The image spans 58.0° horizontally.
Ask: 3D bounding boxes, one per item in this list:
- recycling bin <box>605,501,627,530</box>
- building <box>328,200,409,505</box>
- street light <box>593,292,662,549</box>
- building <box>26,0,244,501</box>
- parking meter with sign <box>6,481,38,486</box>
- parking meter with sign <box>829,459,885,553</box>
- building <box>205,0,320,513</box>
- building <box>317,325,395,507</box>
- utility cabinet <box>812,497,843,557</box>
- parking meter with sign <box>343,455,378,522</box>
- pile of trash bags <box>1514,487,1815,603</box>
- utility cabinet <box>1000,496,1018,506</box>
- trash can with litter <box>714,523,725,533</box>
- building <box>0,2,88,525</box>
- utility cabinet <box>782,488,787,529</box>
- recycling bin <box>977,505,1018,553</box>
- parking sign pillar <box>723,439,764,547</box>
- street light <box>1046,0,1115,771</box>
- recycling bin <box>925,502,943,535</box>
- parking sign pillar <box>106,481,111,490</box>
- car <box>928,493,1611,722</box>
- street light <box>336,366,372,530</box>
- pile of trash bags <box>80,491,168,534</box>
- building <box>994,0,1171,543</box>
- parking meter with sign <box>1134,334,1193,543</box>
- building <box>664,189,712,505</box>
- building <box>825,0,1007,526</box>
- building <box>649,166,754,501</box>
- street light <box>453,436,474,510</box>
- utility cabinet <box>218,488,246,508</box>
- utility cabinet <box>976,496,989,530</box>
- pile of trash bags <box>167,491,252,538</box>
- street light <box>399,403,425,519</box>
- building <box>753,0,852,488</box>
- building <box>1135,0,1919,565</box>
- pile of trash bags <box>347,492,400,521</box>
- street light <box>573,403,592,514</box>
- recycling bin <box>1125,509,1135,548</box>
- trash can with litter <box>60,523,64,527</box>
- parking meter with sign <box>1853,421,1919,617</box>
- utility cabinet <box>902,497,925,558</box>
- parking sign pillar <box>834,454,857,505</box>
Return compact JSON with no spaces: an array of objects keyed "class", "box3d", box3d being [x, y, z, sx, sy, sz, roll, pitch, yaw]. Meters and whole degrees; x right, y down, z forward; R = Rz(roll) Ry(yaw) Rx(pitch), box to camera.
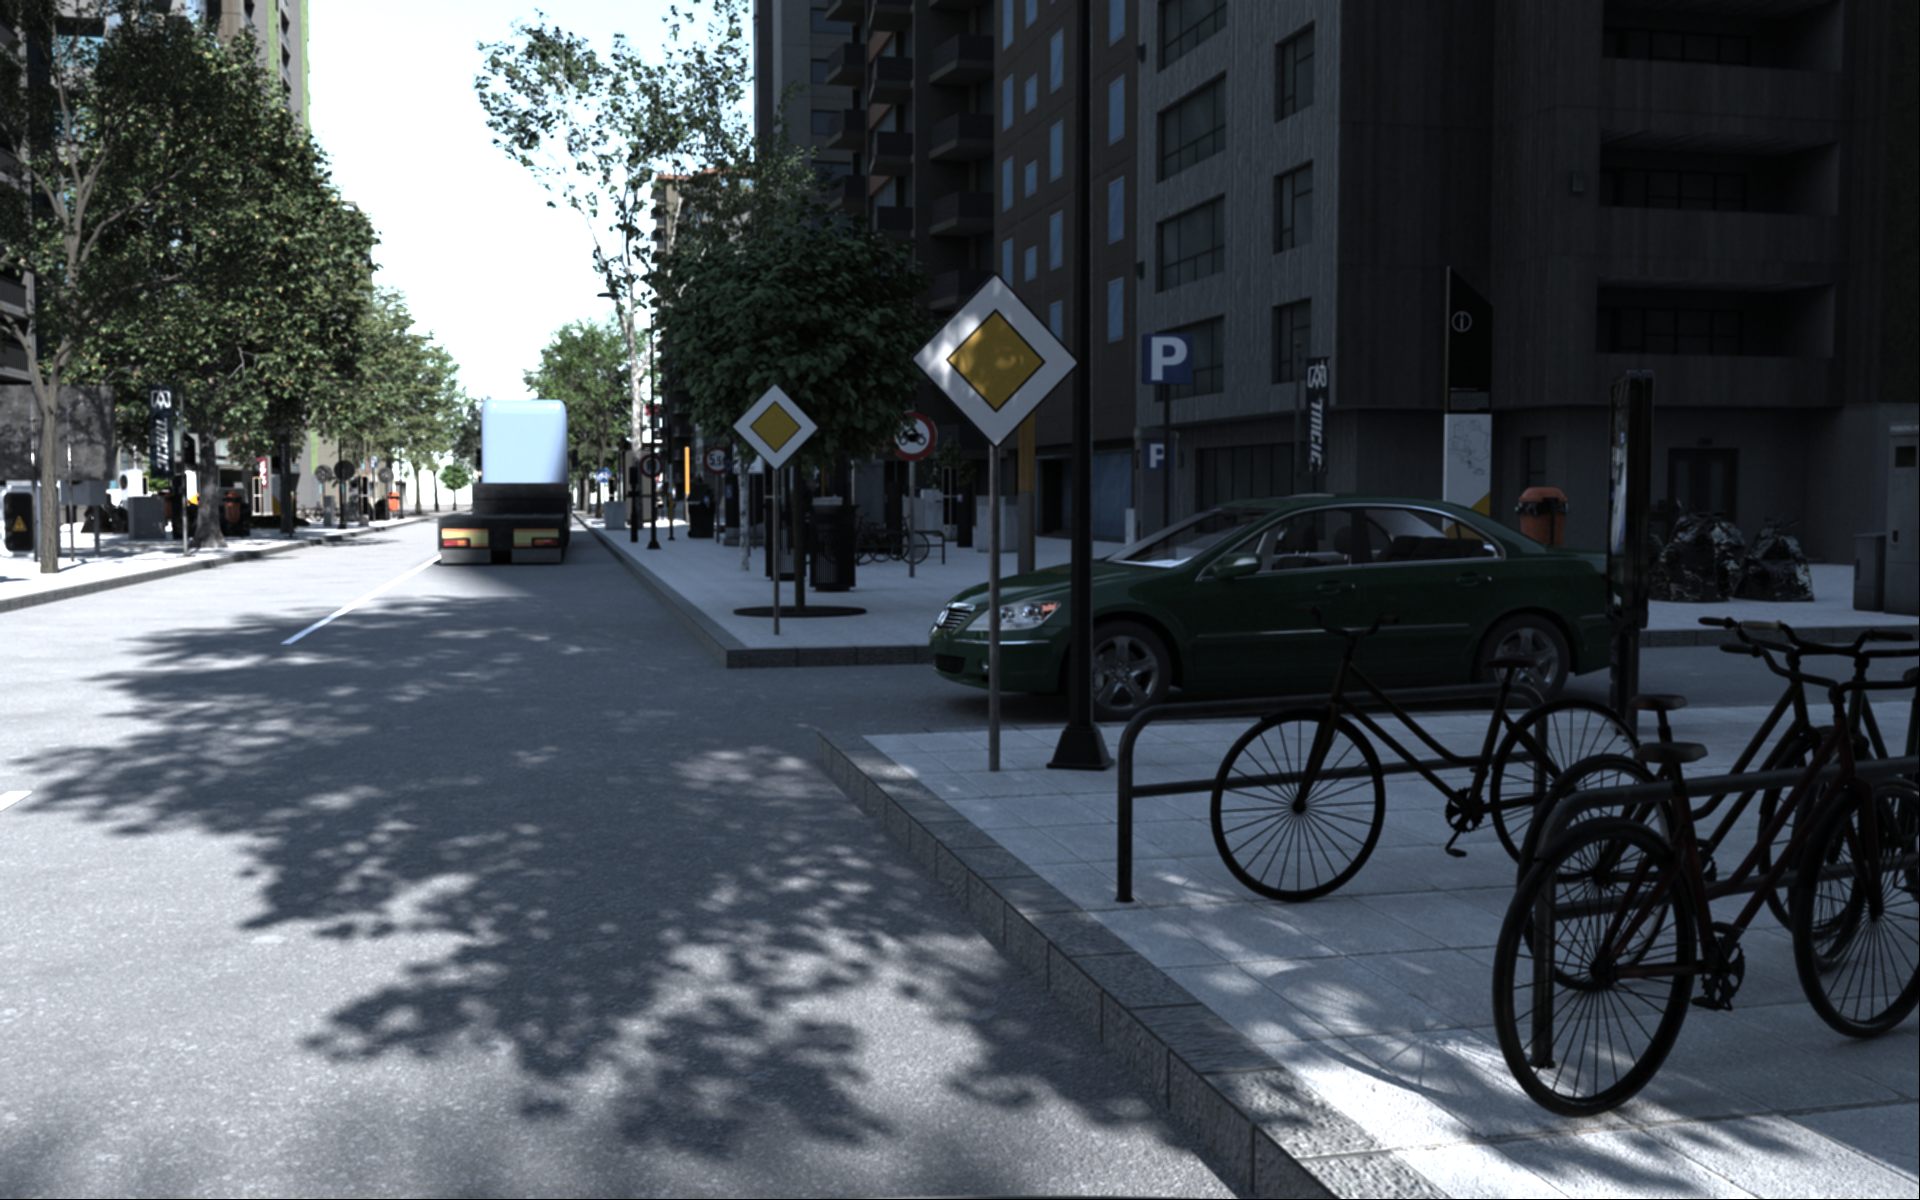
[{"class":"recycling bin","box3d":[-12.402,-3.050,62.427,0.722,1.027,0.722,0,4,-6]},{"class":"building","box3d":[-85.325,-31.827,212.244,32.217,40.220,23.993,-1,4,-13]},{"class":"street light","box3d":[-7.673,-4.133,40.118,1.470,5.913,1.316,-1,4,-13]},{"class":"building","box3d":[-54.336,-29.128,95.844,23.786,49.044,30.456,-1,4,-13]},{"class":"parking meter with sign","box3d":[-25.137,-3.068,46.421,1.738,3.016,0.543,0,4,-2]},{"class":"parking meter with sign","box3d":[-1.982,-2.533,37.677,1.738,3.016,0.543,-1,4,-9]},{"class":"building","box3d":[-57.819,-27.474,132.789,14.154,41.232,14.086,-1,4,-13]},{"class":"building","box3d":[-77.051,-20.940,187.407,27.650,21.520,28.899,-1,4,-13]},{"class":"utility cabinet","box3d":[-2.746,-1.508,35.812,0.306,1.237,1.020,-2,4,-25]},{"class":"parking meter with sign","box3d":[-27.312,-5.034,78.563,1.738,3.016,0.543,1,4,16]},{"class":"pile of trash bags","box3d":[8.470,-0.700,21.202,3.447,1.369,1.912,0,4,-7]},{"class":"utility cabinet","box3d":[1.332,-2.234,47.681,0.306,1.237,1.020,2,4,26]},{"class":"trash can with litter","box3d":[-7.638,-2.820,57.493,0.624,1.170,1.055,3,4,38]},{"class":"building","box3d":[-47.724,-38.569,68.849,20.563,71.187,20.611,-1,4,-13]},{"class":"utility cabinet","box3d":[-5.878,-3.274,62.209,1.173,1.500,0.318,0,4,-7]},{"class":"recycling bin","box3d":[0.851,-1.567,38.182,0.722,1.027,0.722,2,4,32]},{"class":"parking sign pillar","box3d":[-5.169,-3.332,42.953,1.447,3.967,1.447,-3,4,-36]},{"class":"street light","box3d":[0.044,-2.162,7.888,1.470,5.913,1.316,-1,4,-13]},{"class":"recycling bin","box3d":[-0.703,-2.569,54.556,0.722,1.027,0.722,1,4,10]},{"class":"parking sign pillar","box3d":[-36.465,-5.217,73.767,1.447,3.967,1.447,-2,4,-26]},{"class":"car","box3d":[2.211,-0.010,11.957,4.920,1.459,2.131,-1,4,-13]},{"class":"street light","box3d":[-21.801,-5.501,62.490,1.470,5.913,1.316,-1,4,-13]},{"class":"pile of trash bags","box3d":[-27.055,-2.871,56.696,3.447,1.369,1.912,1,4,21]},{"class":"building","box3d":[9.439,-24.451,49.881,14.600,45.320,14.200,-1,4,-13]},{"class":"parking meter with sign","box3d":[2.251,-1.435,19.728,0.543,3.016,1.738,0,4,0]},{"class":"building","box3d":[-19.353,-31.705,210.250,32.217,40.220,23.993,-1,4,-13]},{"class":"building","box3d":[5.645,-25.973,79.290,22.147,44.769,28.867,-1,4,-13]},{"class":"building","box3d":[-30.396,-35.474,234.620,22.147,44.769,28.867,-1,4,-13]},{"class":"street light","box3d":[-39.414,-10.047,136.803,1.470,5.913,1.316,-1,4,-13]},{"class":"utility cabinet","box3d":[-25.574,-3.176,60.603,0.318,1.500,1.173,2,4,33]},{"class":"utility cabinet","box3d":[1.082,-3.121,62.187,1.020,1.237,0.306,2,4,33]},{"class":"pile of trash bags","box3d":[-22.264,-2.588,52.072,1.912,1.369,3.447,-3,4,-39]},{"class":"street light","box3d":[-27.909,-7.069,88.125,1.470,5.913,1.316,-1,4,-13]},{"class":"building","box3d":[-3.601,-35.280,118.819,21.231,58.520,28.212,-1,4,-13]},{"class":"building","box3d":[12.501,-16.169,36.057,14.107,30.474,14.160,-1,4,-13]},{"class":"pile of trash bags","box3d":[-28.399,-4.551,84.161,3.447,1.369,1.912,2,4,35]},{"class":"street light","box3d":[-19.083,-7.107,88.742,1.470,5.913,1.316,-1,4,-13]},{"class":"recycling bin","box3d":[3.254,-1.061,29.906,0.722,1.027,0.722,0,4,-1]},{"class":"trash can with litter","box3d":[-35.185,-3.384,66.718,0.624,1.170,1.055,2,4,33]},{"class":"parking meter with sign","box3d":[10.211,-1.346,18.274,0.543,3.016,1.738,-1,4,-13]},{"class":"utility cabinet","box3d":[-0.928,-1.456,34.966,0.306,1.237,1.020,-1,4,-12]},{"class":"parking sign pillar","box3d":[-3.608,-4.112,55.708,1.447,3.967,1.447,1,4,20]}]
